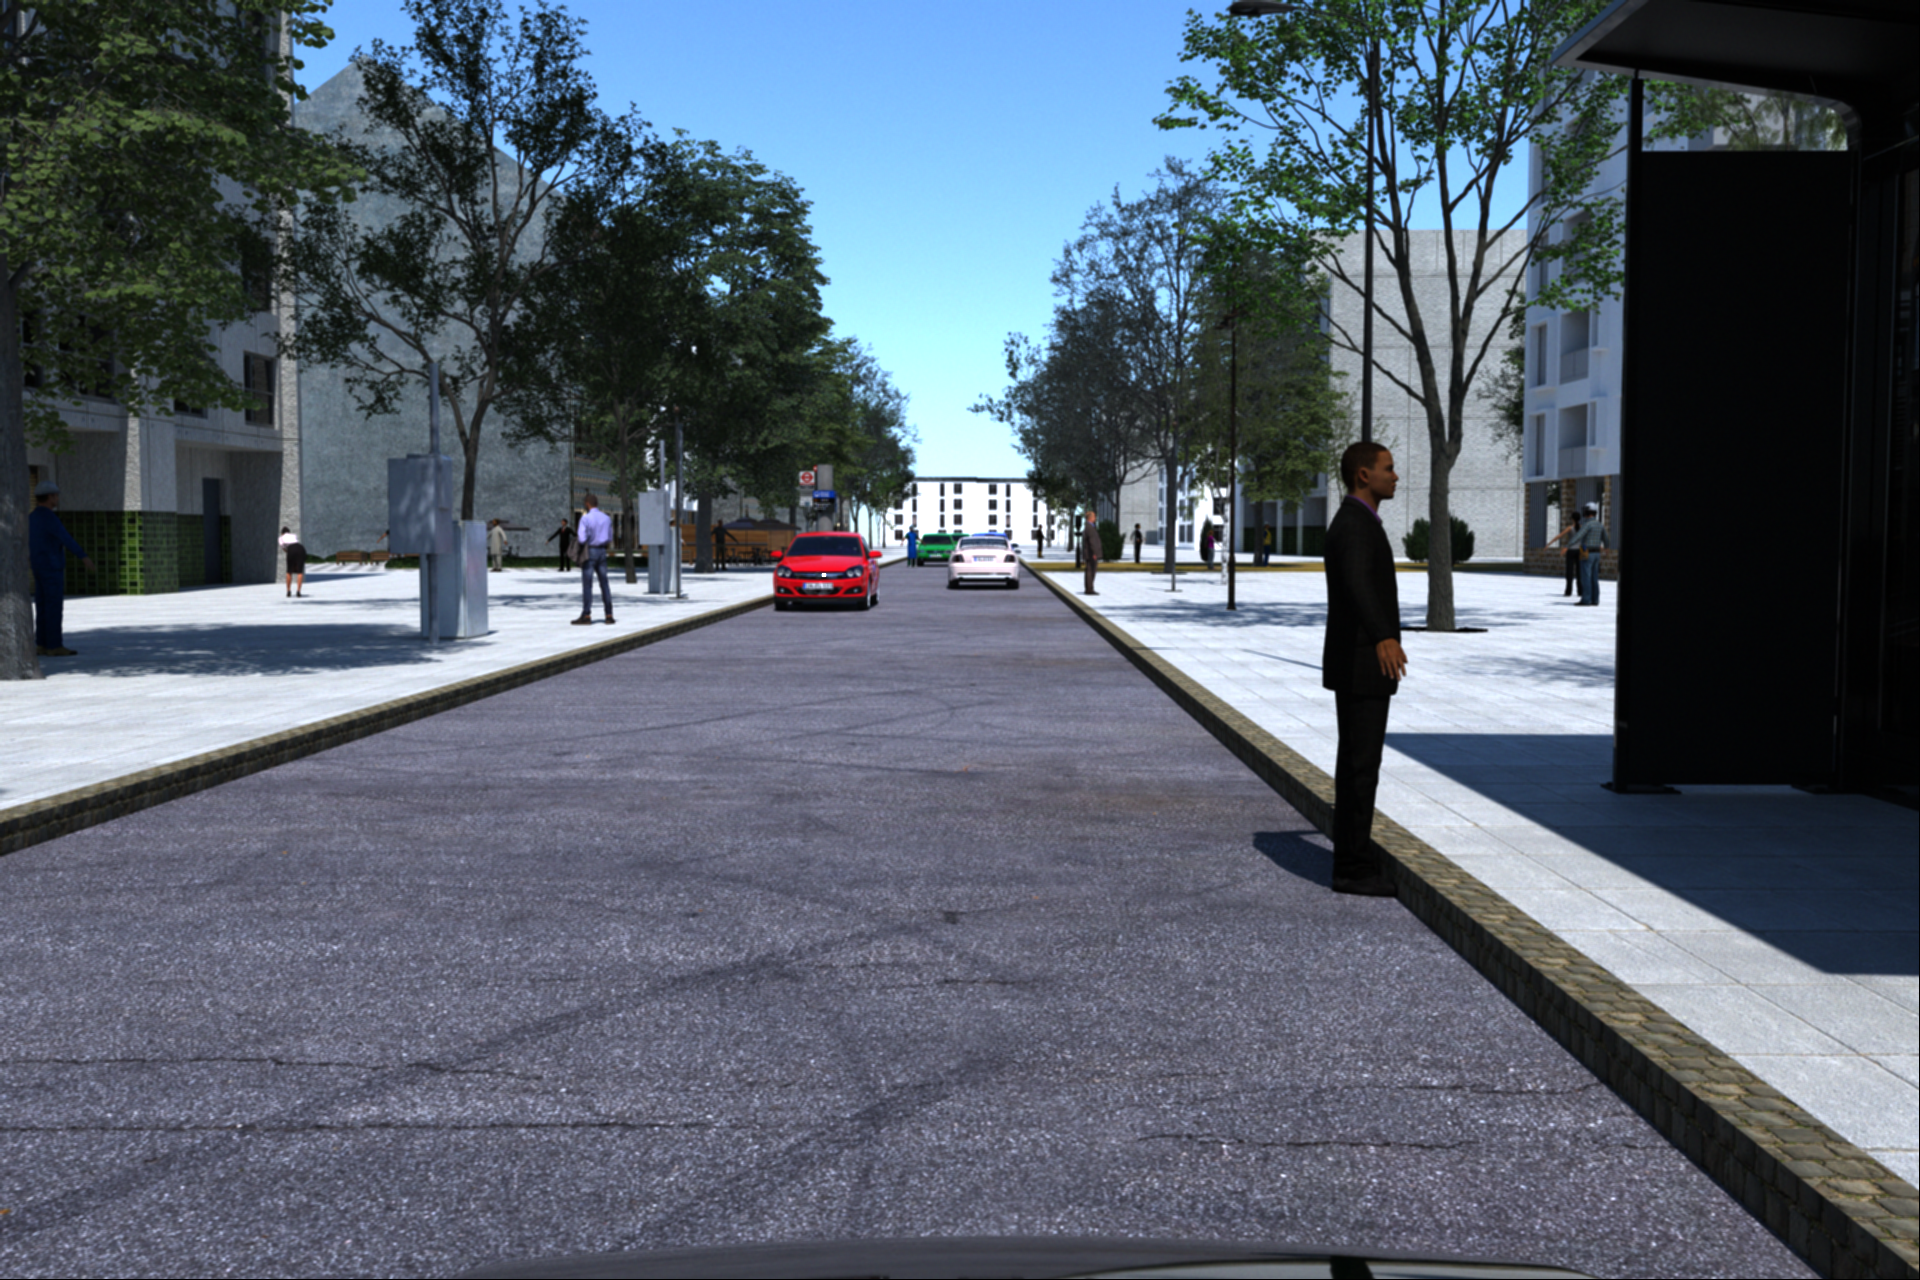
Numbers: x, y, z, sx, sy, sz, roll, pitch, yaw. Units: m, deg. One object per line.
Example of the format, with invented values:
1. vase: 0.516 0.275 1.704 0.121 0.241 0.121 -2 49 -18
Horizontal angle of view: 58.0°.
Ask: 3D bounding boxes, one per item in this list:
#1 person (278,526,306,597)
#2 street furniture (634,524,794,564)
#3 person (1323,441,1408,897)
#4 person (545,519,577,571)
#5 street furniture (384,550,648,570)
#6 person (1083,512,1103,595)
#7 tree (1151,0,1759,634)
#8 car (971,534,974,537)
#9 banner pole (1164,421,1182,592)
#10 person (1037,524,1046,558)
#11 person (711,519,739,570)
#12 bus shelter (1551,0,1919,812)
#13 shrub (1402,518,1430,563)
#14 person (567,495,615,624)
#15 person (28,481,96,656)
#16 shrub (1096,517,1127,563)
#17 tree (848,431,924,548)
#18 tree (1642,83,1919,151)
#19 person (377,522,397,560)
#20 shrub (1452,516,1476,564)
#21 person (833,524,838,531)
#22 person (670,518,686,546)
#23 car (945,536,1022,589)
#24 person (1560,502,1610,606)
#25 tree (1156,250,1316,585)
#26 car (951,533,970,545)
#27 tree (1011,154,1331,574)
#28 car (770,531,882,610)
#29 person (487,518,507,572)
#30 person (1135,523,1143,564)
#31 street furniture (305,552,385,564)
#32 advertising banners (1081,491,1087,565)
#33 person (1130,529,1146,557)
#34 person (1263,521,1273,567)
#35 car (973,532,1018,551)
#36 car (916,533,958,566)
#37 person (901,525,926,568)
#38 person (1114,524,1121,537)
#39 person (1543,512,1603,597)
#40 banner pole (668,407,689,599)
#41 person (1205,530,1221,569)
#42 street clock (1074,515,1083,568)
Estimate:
1. person: -13.620 -1.595 35.302 0.799 1.438 0.628 1 4 19
2. street furniture: -11.046 -4.488 80.233 11.010 1.723 9.812 2 4 31
3. person: 1.652 0.104 6.989 0.704 1.802 1.346 1 4 12
4. person: -13.571 -3.254 59.388 1.347 1.806 0.705 1 4 15
5. street furniture: -16.540 -3.083 66.041 10.072 0.657 5.734 -1 4 -11
6. person: 2.813 -1.839 36.667 0.434 1.755 0.990 0 4 0
7. tree: 6.366 -5.926 22.639 9.928 11.665 9.643 0 3 0
8. car: 1.397 -6.667 120.802 2.131 1.459 4.920 0 4 1
9. banner pole: 4.761 -2.954 38.314 0.401 3.779 0.863 0 4 1
10. person: 4.351 -5.331 93.294 0.704 1.812 1.346 1 4 21
11. person: -8.470 -3.366 61.311 1.348 1.796 0.705 -2 4 -32
12. bus shelter: 3.713 -0.870 5.508 1.731 3.624 6.357 0 4 1
13. shrub: 20.610 -4.486 77.396 1.661 2.075 1.752 0 3 0
14. person: -5.273 -1.147 24.659 0.599 1.838 0.709 3 5 44
15. person: -9.607 -0.760 18.311 1.347 1.842 0.705 2 4 34
16. shrub: 6.626 -4.490 77.834 1.690 2.028 1.600 0 3 0
17. tree: -7.124 -13.641 157.436 8.767 10.594 7.601 2 4 30
18. tree: 6.330 -3.752 11.705 4.360 8.622 3.978 0 3 0
19. person: -22.963 -3.906 70.004 0.704 1.843 1.345 2 4 33
20. shrub: 21.133 -4.268 73.816 1.661 2.075 1.752 0 3 0
21. person: -6.853 -5.502 95.740 0.705 1.856 1.354 0 4 0
22. person: -8.711 -2.827 52.677 0.721 1.778 1.216 -3 5 -43
23. car: 0.624 -2.083 46.427 2.083 1.381 4.827 0 4 0
24. person: 11.255 -1.540 31.016 1.345 1.849 0.704 -2 4 -35
25. tree: 6.512 -5.668 43.039 4.360 8.622 3.978 0 3 0
26. car: -0.101 -5.255 94.720 1.959 1.807 4.718 0 4 1
27. tree: 6.833 -8.867 55.349 12.009 13.543 11.850 0 3 0
28. car: -2.569 -1.517 33.838 2.155 1.783 4.494 0 4 1
29. person: -15.742 -3.220 58.736 1.344 1.819 0.704 3 4 38
30. person: 7.805 -4.186 75.162 0.721 1.740 1.216 1 4 14
31. street furniture: -30.780 -3.694 76.022 10.072 0.657 5.734 0 4 0
32. advertising banners: 5.088 -4.590 71.232 0.090 3.025 2.074 0 4 -1
33. person: 9.765 -5.457 95.409 0.705 1.806 1.347 -2 4 -32
34. person: 11.952 -3.701 66.978 0.721 1.772 1.216 1 4 20
35. car: 1.021 -3.028 59.092 1.945 1.707 3.694 0 4 1
36. car: -1.036 -4.237 78.066 1.959 1.807 4.718 0 4 1
37. person: -2.045 -4.013 74.198 1.347 1.817 0.704 -3 5 -40
38. person: 8.004 -5.097 89.198 0.705 1.847 1.347 -2 4 -27
39. person: 12.617 -1.761 35.608 1.217 1.737 0.721 0 4 1
40. banner pole: -5.560 -2.712 34.365 0.401 3.779 0.863 0 4 2
41. person: 9.228 -3.304 63.280 0.599 1.433 0.991 -2 4 -27
42. street clock: 4.465 -3.717 65.335 0.358 2.002 0.471 0 4 0
